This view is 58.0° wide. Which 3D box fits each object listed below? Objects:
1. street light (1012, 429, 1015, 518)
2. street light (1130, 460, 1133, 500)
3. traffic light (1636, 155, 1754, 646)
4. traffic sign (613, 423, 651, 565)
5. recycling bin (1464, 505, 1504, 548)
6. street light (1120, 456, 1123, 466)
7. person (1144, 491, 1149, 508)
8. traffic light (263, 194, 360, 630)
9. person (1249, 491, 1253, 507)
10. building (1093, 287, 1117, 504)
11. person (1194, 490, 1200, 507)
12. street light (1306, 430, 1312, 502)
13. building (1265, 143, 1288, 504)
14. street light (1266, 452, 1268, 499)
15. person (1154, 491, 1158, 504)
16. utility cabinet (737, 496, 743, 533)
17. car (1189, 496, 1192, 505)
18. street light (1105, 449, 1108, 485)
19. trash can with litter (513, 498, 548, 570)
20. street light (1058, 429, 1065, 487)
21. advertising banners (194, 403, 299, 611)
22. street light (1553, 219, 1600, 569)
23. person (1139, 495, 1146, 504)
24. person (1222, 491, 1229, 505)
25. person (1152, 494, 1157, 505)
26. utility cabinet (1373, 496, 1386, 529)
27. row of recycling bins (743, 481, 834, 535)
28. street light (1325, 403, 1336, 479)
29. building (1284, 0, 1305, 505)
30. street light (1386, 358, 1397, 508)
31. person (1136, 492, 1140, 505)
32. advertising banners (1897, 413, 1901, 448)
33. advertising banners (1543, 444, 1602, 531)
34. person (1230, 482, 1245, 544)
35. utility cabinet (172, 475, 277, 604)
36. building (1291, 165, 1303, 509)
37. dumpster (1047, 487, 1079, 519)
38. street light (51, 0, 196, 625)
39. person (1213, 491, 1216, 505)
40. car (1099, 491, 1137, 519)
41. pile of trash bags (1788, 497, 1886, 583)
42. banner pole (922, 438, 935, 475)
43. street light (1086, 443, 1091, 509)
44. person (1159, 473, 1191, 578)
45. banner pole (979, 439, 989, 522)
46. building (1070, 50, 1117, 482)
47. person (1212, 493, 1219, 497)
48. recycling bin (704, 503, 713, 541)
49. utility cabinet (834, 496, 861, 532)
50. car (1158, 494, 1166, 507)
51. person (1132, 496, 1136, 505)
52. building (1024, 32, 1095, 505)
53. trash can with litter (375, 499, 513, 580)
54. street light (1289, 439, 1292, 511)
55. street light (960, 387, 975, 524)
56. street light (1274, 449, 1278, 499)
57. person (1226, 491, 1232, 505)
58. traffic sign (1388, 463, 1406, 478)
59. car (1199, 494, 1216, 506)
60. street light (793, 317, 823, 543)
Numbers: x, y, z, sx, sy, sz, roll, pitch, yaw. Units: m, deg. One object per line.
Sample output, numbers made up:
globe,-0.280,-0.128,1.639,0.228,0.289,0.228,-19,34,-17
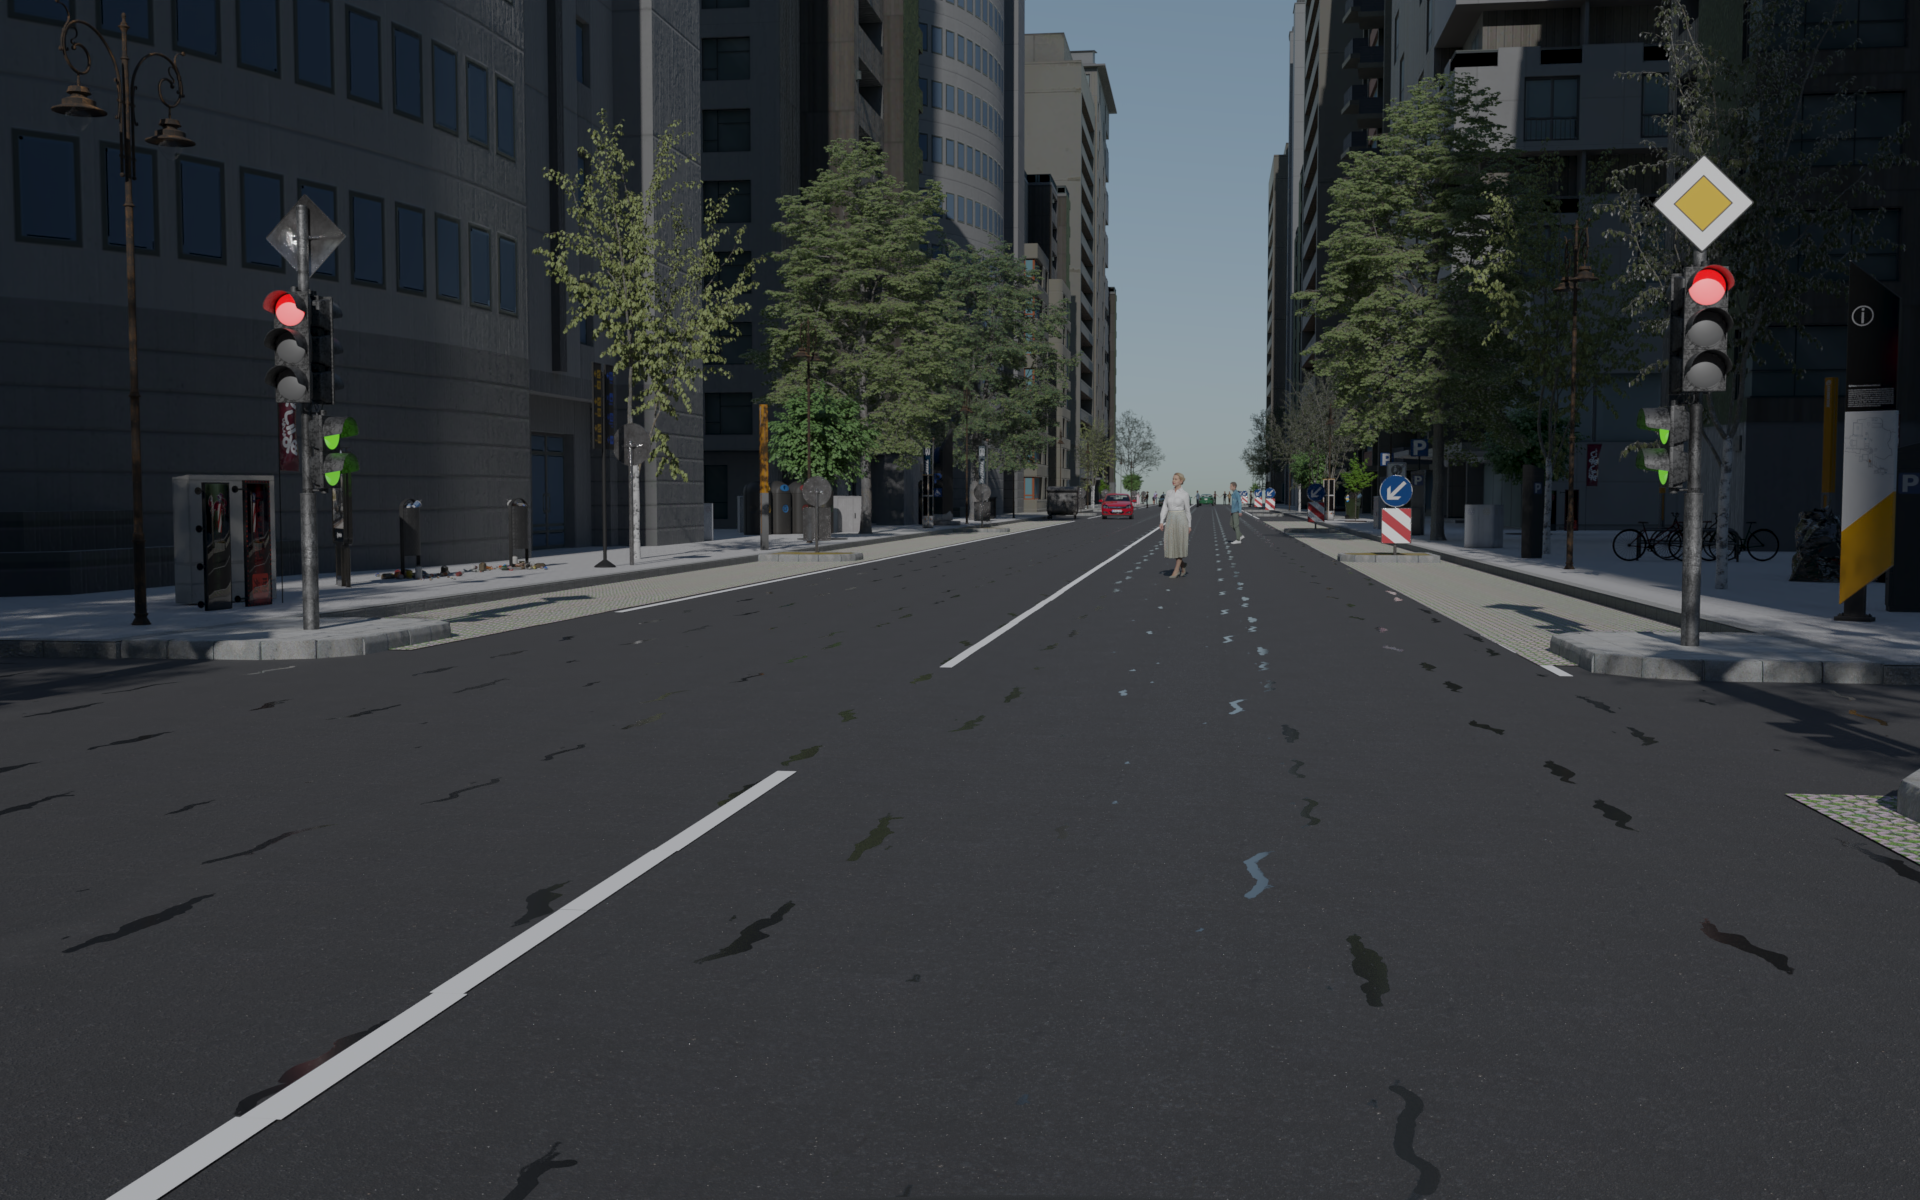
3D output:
street light,2.877,-7.327,92.590,0.468,5.910,1.993,1,4,8
street light,23.100,-15.926,233.169,0.468,5.910,1.993,1,4,8
traffic light,6.156,-1.567,14.539,0.839,4.253,0.868,1,4,8
traffic sign,-5.915,-1.898,31.142,0.768,2.556,0.104,1,4,17
recycling bin,12.509,-1.761,41.346,0.722,1.027,0.722,3,4,36
street light,18.960,-14.140,203.982,0.468,5.910,1.993,1,4,8
person,19.153,-10.315,177.979,0.721,1.723,1.217,2,4,23
traffic light,-6.130,-1.674,16.291,0.839,4.253,0.868,1,4,8
person,32.023,-11.133,190.528,0.705,1.824,1.348,0,4,-1
building,13.645,-28.216,233.033,14.160,30.474,14.107,1,4,8
person,25.884,-11.037,188.939,0.705,1.826,1.348,2,4,35
street light,21.410,-8.142,105.911,0.468,5.910,1.993,1,4,8
building,52.544,-37.303,233.599,21.300,48.544,21.600,1,4,8
street light,33.043,-13.063,186.371,0.468,5.910,1.993,1,4,8
person,28.133,-14.680,248.390,0.709,1.838,0.599,2,4,28
utility cabinet,-6.907,-2.858,57.894,1.020,1.237,0.306,-2,4,-25
car,29.116,-13.039,224.993,2.131,1.459,4.920,0,4,8
street light,14.758,-12.371,175.059,0.468,5.910,1.993,1,4,8
trash can with litter,-7.809,-1.124,29.434,1.678,1.210,2.233,1,4,18
street light,7.053,-9.081,121.263,0.468,5.910,1.993,1,4,8
advertising banners,-8.065,-1.443,19.784,0.090,3.025,2.074,1,4,11
street light,10.402,-3.462,29.386,0.468,5.910,1.993,1,4,8
person,23.961,-13.323,226.428,1.348,1.812,0.705,2,4,35
person,34.056,-13.114,222.924,1.348,1.822,0.705,3,4,37
person,25.631,-13.221,227.901,0.697,1.427,0.421,1,4,16
utility cabinet,15.360,-3.195,63.408,0.306,1.237,1.020,0,4,4
row of recycling bins,-5.504,-2.955,55.424,1.069,1.692,3.534,3,5,42
street light,18.727,-7.030,87.727,0.468,5.910,1.993,1,4,8
building,49.876,-40.709,207.598,21.231,58.520,28.212,1,4,8
street light,14.538,-5.237,58.415,0.468,5.910,1.993,1,4,8
person,22.554,-12.832,218.976,0.621,1.740,0.551,-1,4,-23
advertising banners,20.120,-2.493,36.941,0.090,3.025,2.074,1,4,18
advertising banners,21.236,-3.913,60.170,2.074,3.025,0.090,0,4,1
person,7.997,-2.517,49.992,0.444,1.785,0.601,1,4,9
utility cabinet,-8.669,-0.719,20.429,0.318,1.500,1.173,2,4,29
building,36.874,-23.340,153.314,14.160,30.474,14.107,1,4,8
dumpster,5.852,-5.538,98.767,1.865,1.857,1.264,0,4,8
street light,-8.032,-2.693,16.812,0.468,5.910,1.993,1,4,8
person,32.934,-13.174,223.862,0.705,1.831,1.348,0,4,0
car,9.072,-5.534,99.524,2.155,1.783,4.494,0,4,6
pile of trash bags,13.747,-1.011,26.282,1.912,1.369,3.447,2,4,33
banner pole,-1.361,-5.305,76.753,0.863,3.779,0.401,-3,5,-42
street light,11.093,-10.853,150.236,0.468,5.910,1.993,1,4,8
person,3.738,-1.282,29.690,0.478,1.798,0.641,3,5,42
banner pole,1.097,-5.430,78.795,0.401,3.779,0.863,-3,4,-37
building,4.162,-38.135,212.741,28.713,52.752,27.495,1,4,8
person,36.219,-14.474,245.824,1.217,1.739,0.721,1,4,20
recycling bin,-7.249,-2.139,47.522,0.722,1.027,0.722,-3,4,-38
utility cabinet,-3.765,-2.885,58.330,1.020,1.237,0.306,-3,4,-38
car,23.501,-11.449,196.983,2.009,1.686,4.222,1,4,10
person,20.474,-11.905,203.818,0.551,1.740,0.621,-3,4,-38
building,3.202,-34.507,187.890,21.300,48.544,21.600,1,4,8
trash can with litter,-8.226,-0.964,26.814,1.678,1.210,2.233,1,4,10
street light,25.729,-9.925,135.068,0.468,5.910,1.993,1,4,8
street light,0.295,-6.218,74.446,0.468,5.910,1.993,1,4,8
street light,29.815,-11.698,164.052,0.468,5.910,1.993,1,4,8
person,36.889,-13.985,237.245,0.705,1.812,1.348,-2,4,-34
traffic sign,14.189,-3.316,56.349,0.606,2.300,0.079,1,4,9
car,29.772,-12.067,209.098,2.131,1.459,4.920,1,4,10
street light,-3.957,-4.439,45.365,0.468,5.910,1.993,1,4,8
